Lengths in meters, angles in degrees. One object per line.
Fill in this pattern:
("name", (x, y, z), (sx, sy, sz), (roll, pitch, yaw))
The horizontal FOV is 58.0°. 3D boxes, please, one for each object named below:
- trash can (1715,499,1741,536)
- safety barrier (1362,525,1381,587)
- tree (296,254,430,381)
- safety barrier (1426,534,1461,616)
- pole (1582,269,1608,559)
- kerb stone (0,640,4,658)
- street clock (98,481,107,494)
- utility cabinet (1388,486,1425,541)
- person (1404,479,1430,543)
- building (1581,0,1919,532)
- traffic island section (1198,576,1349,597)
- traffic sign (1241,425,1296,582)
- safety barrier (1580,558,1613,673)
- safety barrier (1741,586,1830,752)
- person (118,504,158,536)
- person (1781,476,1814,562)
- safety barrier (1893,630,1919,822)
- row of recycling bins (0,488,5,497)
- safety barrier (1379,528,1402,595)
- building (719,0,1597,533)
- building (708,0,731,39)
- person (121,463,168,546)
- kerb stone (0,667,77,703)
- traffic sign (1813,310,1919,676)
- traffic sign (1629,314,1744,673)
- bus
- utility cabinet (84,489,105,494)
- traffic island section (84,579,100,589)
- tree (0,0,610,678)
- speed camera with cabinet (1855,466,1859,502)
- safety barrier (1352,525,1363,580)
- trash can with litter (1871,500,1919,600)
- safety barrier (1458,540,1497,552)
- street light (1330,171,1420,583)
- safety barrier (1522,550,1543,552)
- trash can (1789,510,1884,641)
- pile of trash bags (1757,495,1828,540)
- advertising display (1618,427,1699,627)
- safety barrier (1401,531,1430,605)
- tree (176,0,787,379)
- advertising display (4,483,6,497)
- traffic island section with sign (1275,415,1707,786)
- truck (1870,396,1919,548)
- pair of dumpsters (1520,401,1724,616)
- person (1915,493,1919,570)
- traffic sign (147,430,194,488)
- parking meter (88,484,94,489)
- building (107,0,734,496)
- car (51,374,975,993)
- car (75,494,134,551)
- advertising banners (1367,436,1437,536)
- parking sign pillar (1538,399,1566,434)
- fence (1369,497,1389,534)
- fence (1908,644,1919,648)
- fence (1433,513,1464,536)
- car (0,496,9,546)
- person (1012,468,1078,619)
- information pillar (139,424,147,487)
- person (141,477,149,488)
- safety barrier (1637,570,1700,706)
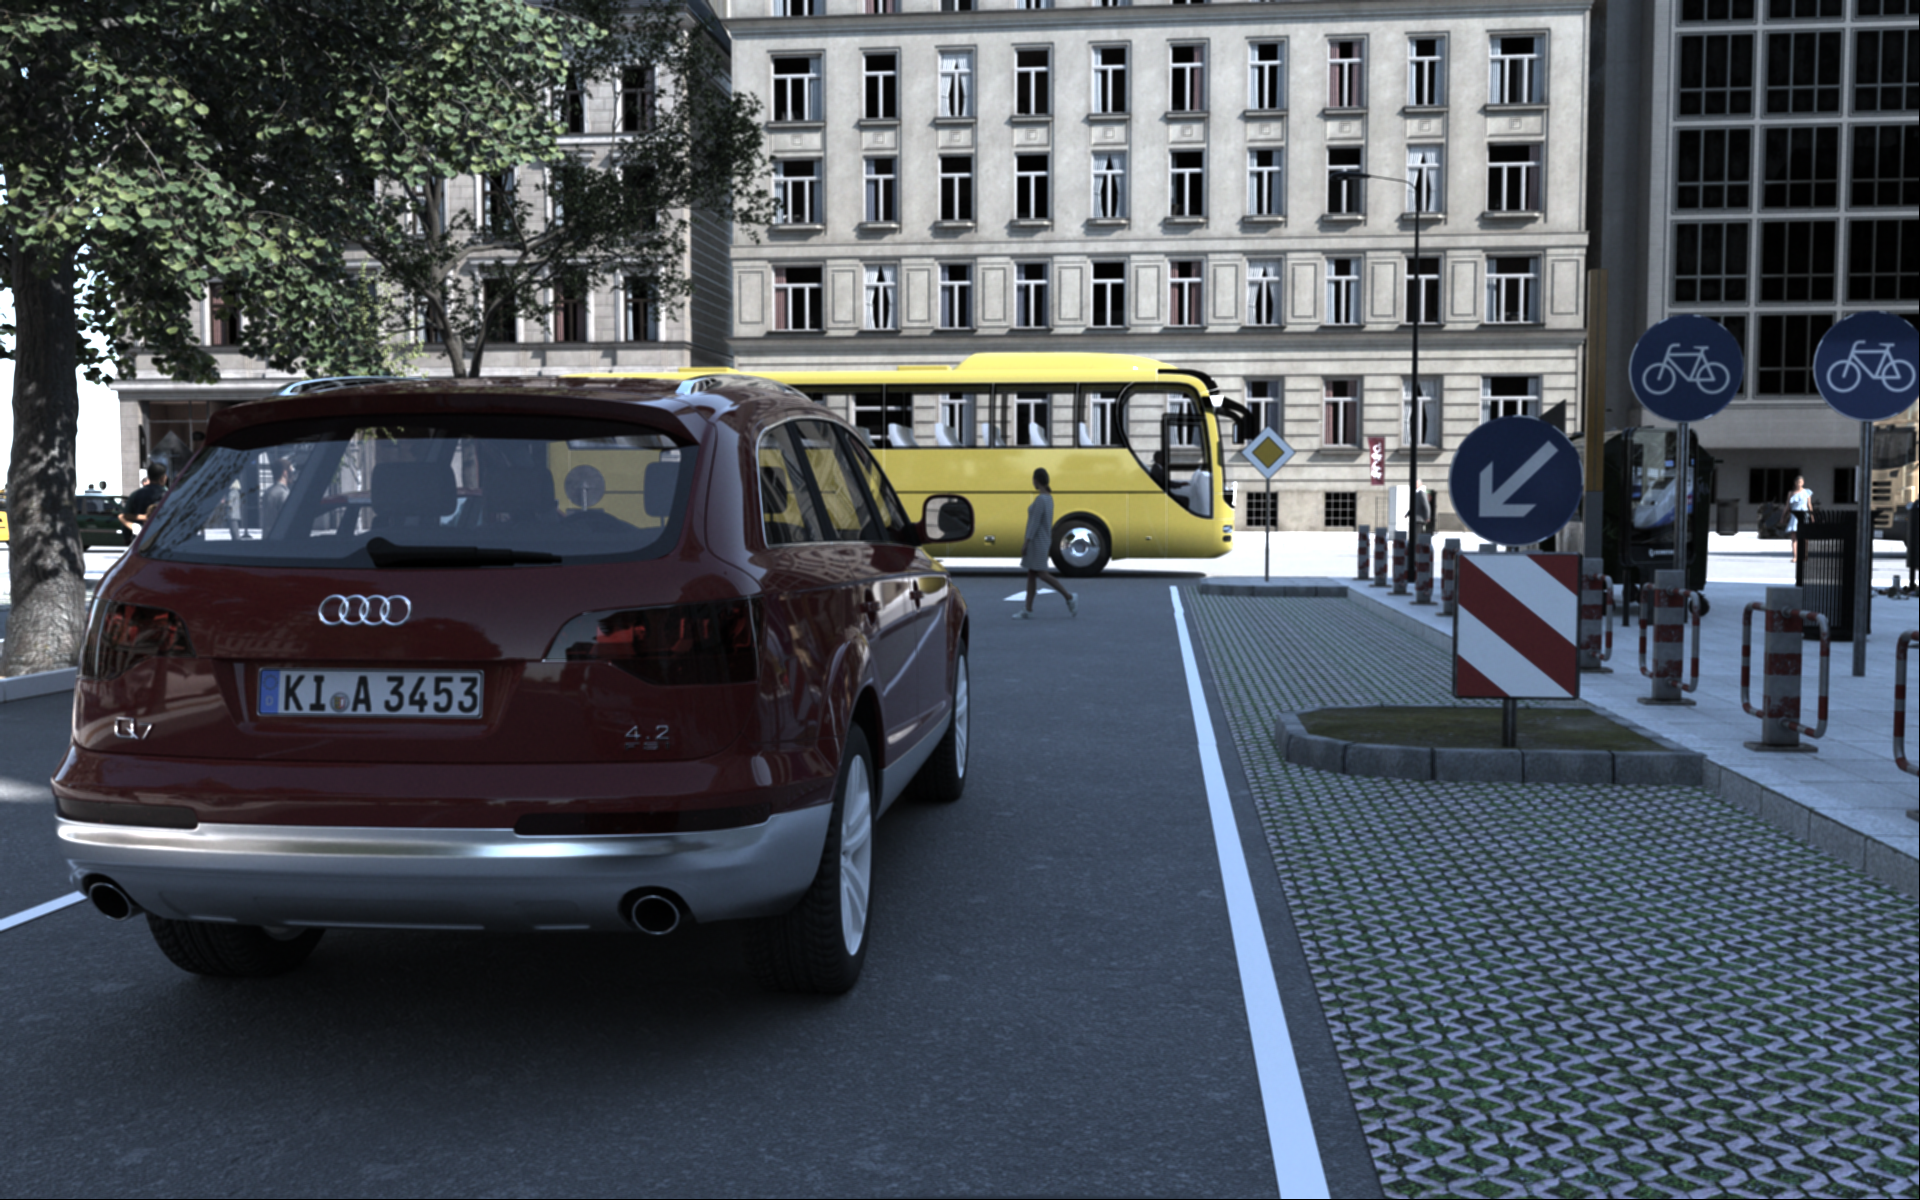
("trash can", (23.531, -2.535, 53.107), (0.748, 1.137, 0.748), (0, 3, 0))
("safety barrier", (5.814, -0.591, 23.931), (0.300, 0.817, 1.120), (0, 4, 6))
("tree", (-18.645, -6.332, 53.883), (4.737, 8.622, 4.395), (0, 3, 0))
("safety barrier", (5.175, -0.241, 18.215), (0.300, 0.817, 1.120), (0, 4, 6))
("pole", (5.797, -1.345, 15.836), (0.158, 3.312, 0.155), (0, 3, 0))
("kerb stone", (-8.319, 0.398, 15.692), (0.120, 0.150, 1.000), (0, 4, 6))
("street clock", (-45.851, -5.389, 92.682), (0.471, 2.002, 0.358), (2, 4, 35))
("utility cabinet", (12.214, -2.368, 47.391), (1.173, 1.500, 0.318), (-3, 4, -36))
("person", (10.268, -1.843, 39.036), (0.834, 1.777, 0.661), (-1, 4, -22))
("building", (36.960, -14.845, 61.785), (30.058, 24.678, 14.314), (0, 4, 6))
("traffic island section", (4.522, -0.191, 25.410), (2.009, 0.180, 2.903), (0, 4, 6))
("traffic sign", (4.497, -1.327, 25.335), (0.795, 2.450, 0.064), (0, 4, 6))
("safety barrier", (4.539, 0.110, 12.483), (0.300, 0.817, 1.120), (0, 4, 6))
("safety barrier", (4.119, 0.343, 8.672), (0.300, 0.817, 1.120), (0, 4, 6))
("person", (-7.100, -0.163, 15.067), (0.340, 1.345, 0.435), (2, 4, 26))
("person", (17.707, -1.714, 36.626), (0.616, 1.811, 0.778), (3, 5, 41))
("safety barrier", (3.904, 0.459, 6.767), (0.300, 0.817, 1.120), (0, 4, 6))
("row of recycling bins", (-65.643, -6.963, 120.961), (3.534, 1.692, 1.069), (1, 4, 19))
("safety barrier", (5.599, -0.474, 22.026), (0.300, 0.817, 1.120), (0, 4, 6))
("building", (7.086, -14.182, 65.163), (30.059, 22.955, 16.112), (0, 4, 6))
("building", (-27.820, -33.281, 133.377), (28.713, 52.752, 27.495), (0, 4, 6))
("person", (-8.988, -0.639, 19.293), (0.623, 1.781, 0.721), (-2, 4, -30))
("kerb stone", (-6.563, 0.599, 12.414), (0.120, 0.150, 1.000), (0, 4, 6))
("traffic sign", (6.340, -0.736, 12.139), (0.768, 2.556, 0.104), (0, 4, 7))
("traffic sign", (5.161, -0.751, 12.390), (0.768, 2.556, 0.104), (1, 4, 12))
("bus", (-1.049, -2.407, 30.905), (12.252, 3.916, 2.896), (0, 4, 6))
("utility cabinet", (-41.571, -4.561, 83.249), (0.318, 1.500, 1.173), (0, 4, 8))
("traffic island section", (-12.415, -0.306, 27.291), (2.009, 0.180, 2.903), (0, 4, 6))
("tree", (-7.249, -6.379, 13.410), (9.857, 13.997, 8.962), (0, 3, 0))
("speed camera with cabinet", (38.555, -4.824, 73.211), (2.038, 3.252, 0.660), (-1, 4, -13))
("safety barrier", (6.022, -0.707, 25.840), (0.300, 0.817, 1.120), (0, 4, 6))
("trash can with litter", (11.945, -0.668, 21.978), (1.678, 1.210, 2.233), (3, 5, 41))
("safety barrier", (4.965, -0.124, 16.310), (0.300, 0.817, 1.120), (0, 4, 6))
("street light", (6.017, -3.210, 25.027), (1.470, 5.913, 1.316), (0, 4, 6))
("safety barrier", (4.752, -0.007, 14.396), (0.300, 0.817, 1.120), (0, 4, 6))
("trash can", (7.701, -0.221, 15.268), (0.748, 1.137, 0.748), (0, 3, 0))
("pile of trash bags", (23.917, -2.443, 49.698), (1.912, 1.369, 3.447), (2, 4, 26))
("advertising display", (6.836, -0.718, 16.961), (0.974, 1.923, 0.123), (-2, 4, -29))
("safety barrier", (5.390, -0.357, 20.120), (0.300, 0.817, 1.120), (0, 4, 6))
("tree", (-6.185, -5.223, 22.262), (8.767, 10.594, 7.601), (0, 4, 6))
("advertising display", (-57.372, -6.103, 105.000), (0.123, 1.923, 0.974), (3, 5, 45))
("traffic island section with sign", (2.770, -0.052, 9.486), (1.989, 1.847, 2.006), (0, 4, 6))
("truck", (25.553, -3.026, 38.387), (11.283, 4.237, 2.839), (0, 4, 5))
("pair of dumpsters", (7.429, -1.079, 20.134), (1.574, 2.255, 4.437), (0, 4, 6))
("person", (18.117, -1.439, 32.301), (0.850, 1.792, 0.678), (-2, 4, -34))
("traffic sign", (-12.391, -1.442, 27.227), (0.795, 2.450, 0.064), (0, 4, 6))
("parking meter", (-47.974, -5.502, 95.675), (0.255, 1.863, 0.399), (-1, 4, -13))
("building", (-28.751, -13.190, 66.571), (40.483, 20.767, 10.553), (0, 4, 6))
("car", (-1.140, 0.127, 6.589), (2.281, 1.827, 5.304), (0, 4, 6))
("car", (-20.924, -2.022, 42.848), (4.222, 1.686, 2.009), (0, 4, 5))
("advertising banners", (13.407, -3.448, 52.561), (2.074, 3.025, 0.090), (1, 4, 13))
("parking sign pillar", (16.745, -3.751, 49.794), (1.447, 3.967, 1.447), (2, 4, 34))
("fence", (14.236, -2.729, 55.830), (2.264, 1.192, 0.480), (-2, 4, -28))
("fence", (8.643, 0.102, 13.702), (0.278, 0.683, 2.069), (-3, 4, -37))
("fence", (15.132, -2.328, 53.431), (0.278, 0.683, 2.069), (0, 4, -8))
("car", (-25.979, -2.093, 44.444), (3.980, 1.641, 2.015), (0, 4, 6))
("person", (0.968, -0.651, 19.900), (0.760, 1.731, 0.466), (-1, 4, -17))
("information pillar", (-27.597, -4.109, 58.536), (0.183, 3.616, 0.504), (-1, 4, -11))
("person", (-17.966, -1.809, 38.208), (0.434, 1.807, 0.598), (2, 4, 25))
("safety barrier", (4.324, 0.226, 10.577), (0.300, 0.817, 1.120), (0, 4, 6))
